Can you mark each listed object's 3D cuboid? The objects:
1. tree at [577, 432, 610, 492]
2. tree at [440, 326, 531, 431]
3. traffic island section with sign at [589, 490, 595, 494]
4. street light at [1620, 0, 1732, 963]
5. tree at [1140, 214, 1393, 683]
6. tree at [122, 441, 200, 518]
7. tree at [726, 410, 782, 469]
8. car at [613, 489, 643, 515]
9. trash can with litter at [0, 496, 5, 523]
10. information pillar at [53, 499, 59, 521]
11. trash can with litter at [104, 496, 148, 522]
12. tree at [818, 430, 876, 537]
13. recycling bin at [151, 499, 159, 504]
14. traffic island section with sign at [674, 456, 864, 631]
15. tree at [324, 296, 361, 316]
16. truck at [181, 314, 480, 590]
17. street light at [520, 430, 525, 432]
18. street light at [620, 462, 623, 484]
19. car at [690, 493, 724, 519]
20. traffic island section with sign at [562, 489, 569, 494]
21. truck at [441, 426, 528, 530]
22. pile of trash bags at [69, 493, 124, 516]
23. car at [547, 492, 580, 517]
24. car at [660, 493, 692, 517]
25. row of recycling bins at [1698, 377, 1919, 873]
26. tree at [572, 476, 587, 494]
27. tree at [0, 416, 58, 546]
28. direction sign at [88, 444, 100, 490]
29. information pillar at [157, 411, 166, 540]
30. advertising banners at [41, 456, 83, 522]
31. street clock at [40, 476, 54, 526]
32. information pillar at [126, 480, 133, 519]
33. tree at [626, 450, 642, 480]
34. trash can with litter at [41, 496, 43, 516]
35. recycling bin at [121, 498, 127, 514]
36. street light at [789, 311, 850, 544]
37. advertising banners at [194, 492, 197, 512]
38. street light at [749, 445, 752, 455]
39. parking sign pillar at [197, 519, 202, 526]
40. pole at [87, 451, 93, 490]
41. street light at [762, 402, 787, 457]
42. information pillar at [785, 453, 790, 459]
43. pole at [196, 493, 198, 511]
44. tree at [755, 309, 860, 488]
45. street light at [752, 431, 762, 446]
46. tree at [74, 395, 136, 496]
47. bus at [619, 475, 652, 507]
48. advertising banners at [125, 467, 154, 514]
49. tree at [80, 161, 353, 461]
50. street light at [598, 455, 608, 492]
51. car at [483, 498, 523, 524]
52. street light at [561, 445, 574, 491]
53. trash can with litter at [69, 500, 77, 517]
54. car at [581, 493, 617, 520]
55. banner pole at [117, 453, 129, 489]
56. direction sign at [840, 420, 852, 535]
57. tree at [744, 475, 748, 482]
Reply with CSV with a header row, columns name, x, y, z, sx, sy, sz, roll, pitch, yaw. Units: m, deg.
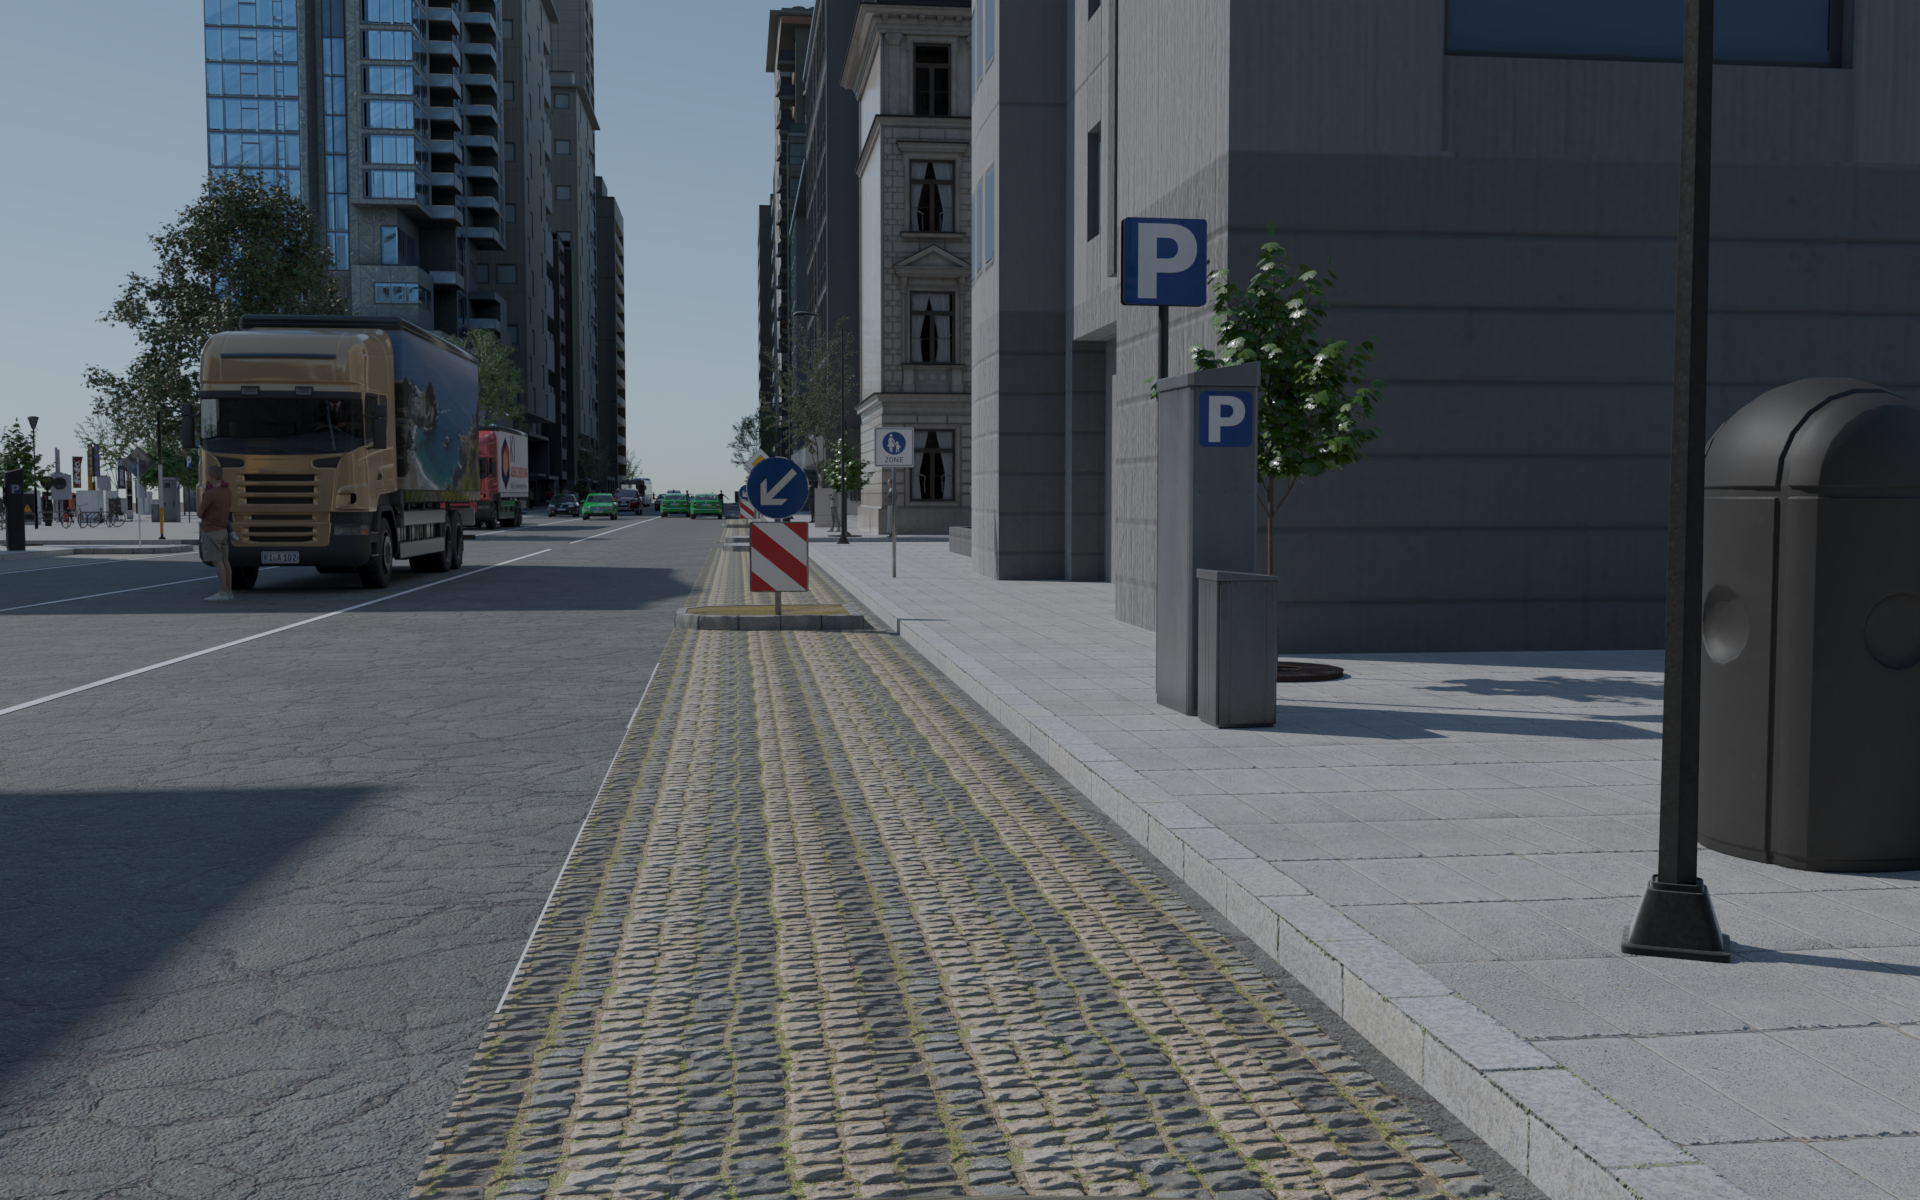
name,x,y,z,sx,sy,sz,roll,pitch,yaw
tree,-42.745,-15.320,200.840,4.360,8.622,3.978,0,3,0
tree,-30.316,-11.047,106.373,9.928,11.665,9.643,0,3,0
traffic island section with sign,-37.306,-10.244,176.121,1.989,1.847,2.006,0,4,-7
street light,1.490,-1.965,4.665,1.470,5.913,1.316,0,4,-7
tree,2.065,-1.074,12.158,1.663,3.219,1.824,0,3,0
tree,-42.997,-6.666,92.701,4.285,4.588,4.351,0,3,0
tree,-24.439,-17.448,211.031,9.928,11.665,9.643,0,3,0
car,-22.938,-6.748,119.006,2.281,1.827,5.304,0,4,-7
trash can with litter,-41.736,-3.961,75.821,2.233,1.210,1.678,-2,4,-24
information pillar,-43.414,-4.815,83.221,0.304,2.012,0.304,-2,4,-32
trash can with litter,-38.876,-4.253,80.588,2.233,1.210,1.678,-3,4,-38
tree,-3.449,-3.501,51.847,1.663,3.219,1.824,0,3,0
recycling bin,-39.369,-4.460,85.478,0.722,1.027,0.722,2,4,25
traffic island section with sign,-2.119,-0.635,19.004,1.989,1.847,2.006,0,4,-7
tree,-27.945,-8.838,78.918,7.601,10.594,8.767,1,4,14
truck,-10.277,-2.481,29.479,2.839,4.237,11.283,0,4,-7
street light,-32.260,-9.368,125.707,1.470,5.913,1.316,0,4,-7
street light,-47.918,-16.801,247.228,1.470,5.913,1.316,0,4,-7
car,-14.562,-5.550,99.536,1.959,1.807,4.718,0,4,-8
traffic island section with sign,-33.708,-8.534,148.154,1.989,1.847,2.006,0,4,-7
truck,-20.310,-5.159,73.261,2.839,4.237,11.283,0,4,-6
pile of trash bags,-51.099,-5.632,101.838,1.912,1.369,3.447,1,4,16
car,-24.856,-6.047,108.649,2.009,1.686,4.222,-1,4,-8
car,-17.572,-6.028,107.358,1.959,1.807,4.718,0,4,-6
row of recycling bins,4.413,0.074,5.908,3.534,1.692,1.069,1,4,11
tree,-40.852,-11.719,186.214,1.663,3.219,1.824,0,3,0
tree,-23.253,-2.960,42.996,1.663,3.219,1.824,0,3,0
direction sign,-39.063,-5.269,78.140,0.876,3.537,0.379,2,4,35
information pillar,-22.612,-3.525,48.985,0.183,3.616,0.504,-1,4,-23
advertising banners,-41.164,-5.090,79.417,0.090,3.025,2.074,2,4,33
street clock,-36.390,-3.946,69.082,0.471,2.002,0.358,0,4,0
information pillar,-42.519,-5.149,88.675,0.304,2.012,0.304,-2,4,-28
tree,-53.893,-20.282,281.971,4.737,8.622,4.395,0,3,0
trash can with litter,-53.259,-5.493,101.196,0.624,1.170,1.055,1,4,23
recycling bin,-55.094,-6.165,113.353,0.722,1.027,0.722,2,4,28
street light,-3.539,-4.387,44.269,1.470,5.913,1.316,0,4,-7
advertising banners,-52.566,-7.648,121.231,0.090,3.025,2.074,3,5,42
street light,-18.915,-11.628,162.658,1.470,5.913,1.316,0,4,-7
parking sign pillar,-30.300,-5.017,70.503,1.447,3.967,1.447,1,4,22
pole,-41.364,-5.415,82.372,0.158,3.312,0.155,0,3,0
street light,-9.145,-7.049,87.791,1.470,5.913,1.316,0,4,-7
information pillar,-9.722,-6.490,97.474,0.504,3.616,0.183,1,4,14
pole,-49.477,-7.251,112.393,0.158,3.312,0.155,0,3,0
tree,-5.673,-7.191,67.933,4.360,8.622,3.978,0,3,0
street light,-14.251,-9.430,126.724,1.470,5.913,1.316,0,4,-7
tree,-57.042,-10.175,116.718,4.737,8.622,4.395,0,3,0
bus,-36.400,-12.245,195.062,2.948,3.499,13.247,0,4,-6
advertising banners,-53.344,-7.117,112.546,0.090,3.025,2.074,2,4,27
tree,-24.637,-8.733,59.792,9.611,12.733,9.660,0,3,0
street light,-42.910,-14.412,208.169,1.470,5.913,1.316,0,4,-7
car,-21.941,-4.314,82.337,2.131,1.459,4.920,0,4,-7
street light,-37.321,-11.755,164.728,1.470,5.913,1.316,0,4,-7
trash can with litter,-49.261,-5.199,96.388,1.055,1.170,0.624,0,4,-4
car,-20.028,-5.353,96.317,1.959,1.807,4.718,-1,4,-9
banner pole,-50.830,-7.055,105.371,0.863,3.779,0.401,0,4,-4
direction sign,-3.541,-3.774,53.697,0.379,3.537,0.876,0,4,-3
tree,-28.265,-15.650,239.583,4.285,4.588,4.351,0,3,0
